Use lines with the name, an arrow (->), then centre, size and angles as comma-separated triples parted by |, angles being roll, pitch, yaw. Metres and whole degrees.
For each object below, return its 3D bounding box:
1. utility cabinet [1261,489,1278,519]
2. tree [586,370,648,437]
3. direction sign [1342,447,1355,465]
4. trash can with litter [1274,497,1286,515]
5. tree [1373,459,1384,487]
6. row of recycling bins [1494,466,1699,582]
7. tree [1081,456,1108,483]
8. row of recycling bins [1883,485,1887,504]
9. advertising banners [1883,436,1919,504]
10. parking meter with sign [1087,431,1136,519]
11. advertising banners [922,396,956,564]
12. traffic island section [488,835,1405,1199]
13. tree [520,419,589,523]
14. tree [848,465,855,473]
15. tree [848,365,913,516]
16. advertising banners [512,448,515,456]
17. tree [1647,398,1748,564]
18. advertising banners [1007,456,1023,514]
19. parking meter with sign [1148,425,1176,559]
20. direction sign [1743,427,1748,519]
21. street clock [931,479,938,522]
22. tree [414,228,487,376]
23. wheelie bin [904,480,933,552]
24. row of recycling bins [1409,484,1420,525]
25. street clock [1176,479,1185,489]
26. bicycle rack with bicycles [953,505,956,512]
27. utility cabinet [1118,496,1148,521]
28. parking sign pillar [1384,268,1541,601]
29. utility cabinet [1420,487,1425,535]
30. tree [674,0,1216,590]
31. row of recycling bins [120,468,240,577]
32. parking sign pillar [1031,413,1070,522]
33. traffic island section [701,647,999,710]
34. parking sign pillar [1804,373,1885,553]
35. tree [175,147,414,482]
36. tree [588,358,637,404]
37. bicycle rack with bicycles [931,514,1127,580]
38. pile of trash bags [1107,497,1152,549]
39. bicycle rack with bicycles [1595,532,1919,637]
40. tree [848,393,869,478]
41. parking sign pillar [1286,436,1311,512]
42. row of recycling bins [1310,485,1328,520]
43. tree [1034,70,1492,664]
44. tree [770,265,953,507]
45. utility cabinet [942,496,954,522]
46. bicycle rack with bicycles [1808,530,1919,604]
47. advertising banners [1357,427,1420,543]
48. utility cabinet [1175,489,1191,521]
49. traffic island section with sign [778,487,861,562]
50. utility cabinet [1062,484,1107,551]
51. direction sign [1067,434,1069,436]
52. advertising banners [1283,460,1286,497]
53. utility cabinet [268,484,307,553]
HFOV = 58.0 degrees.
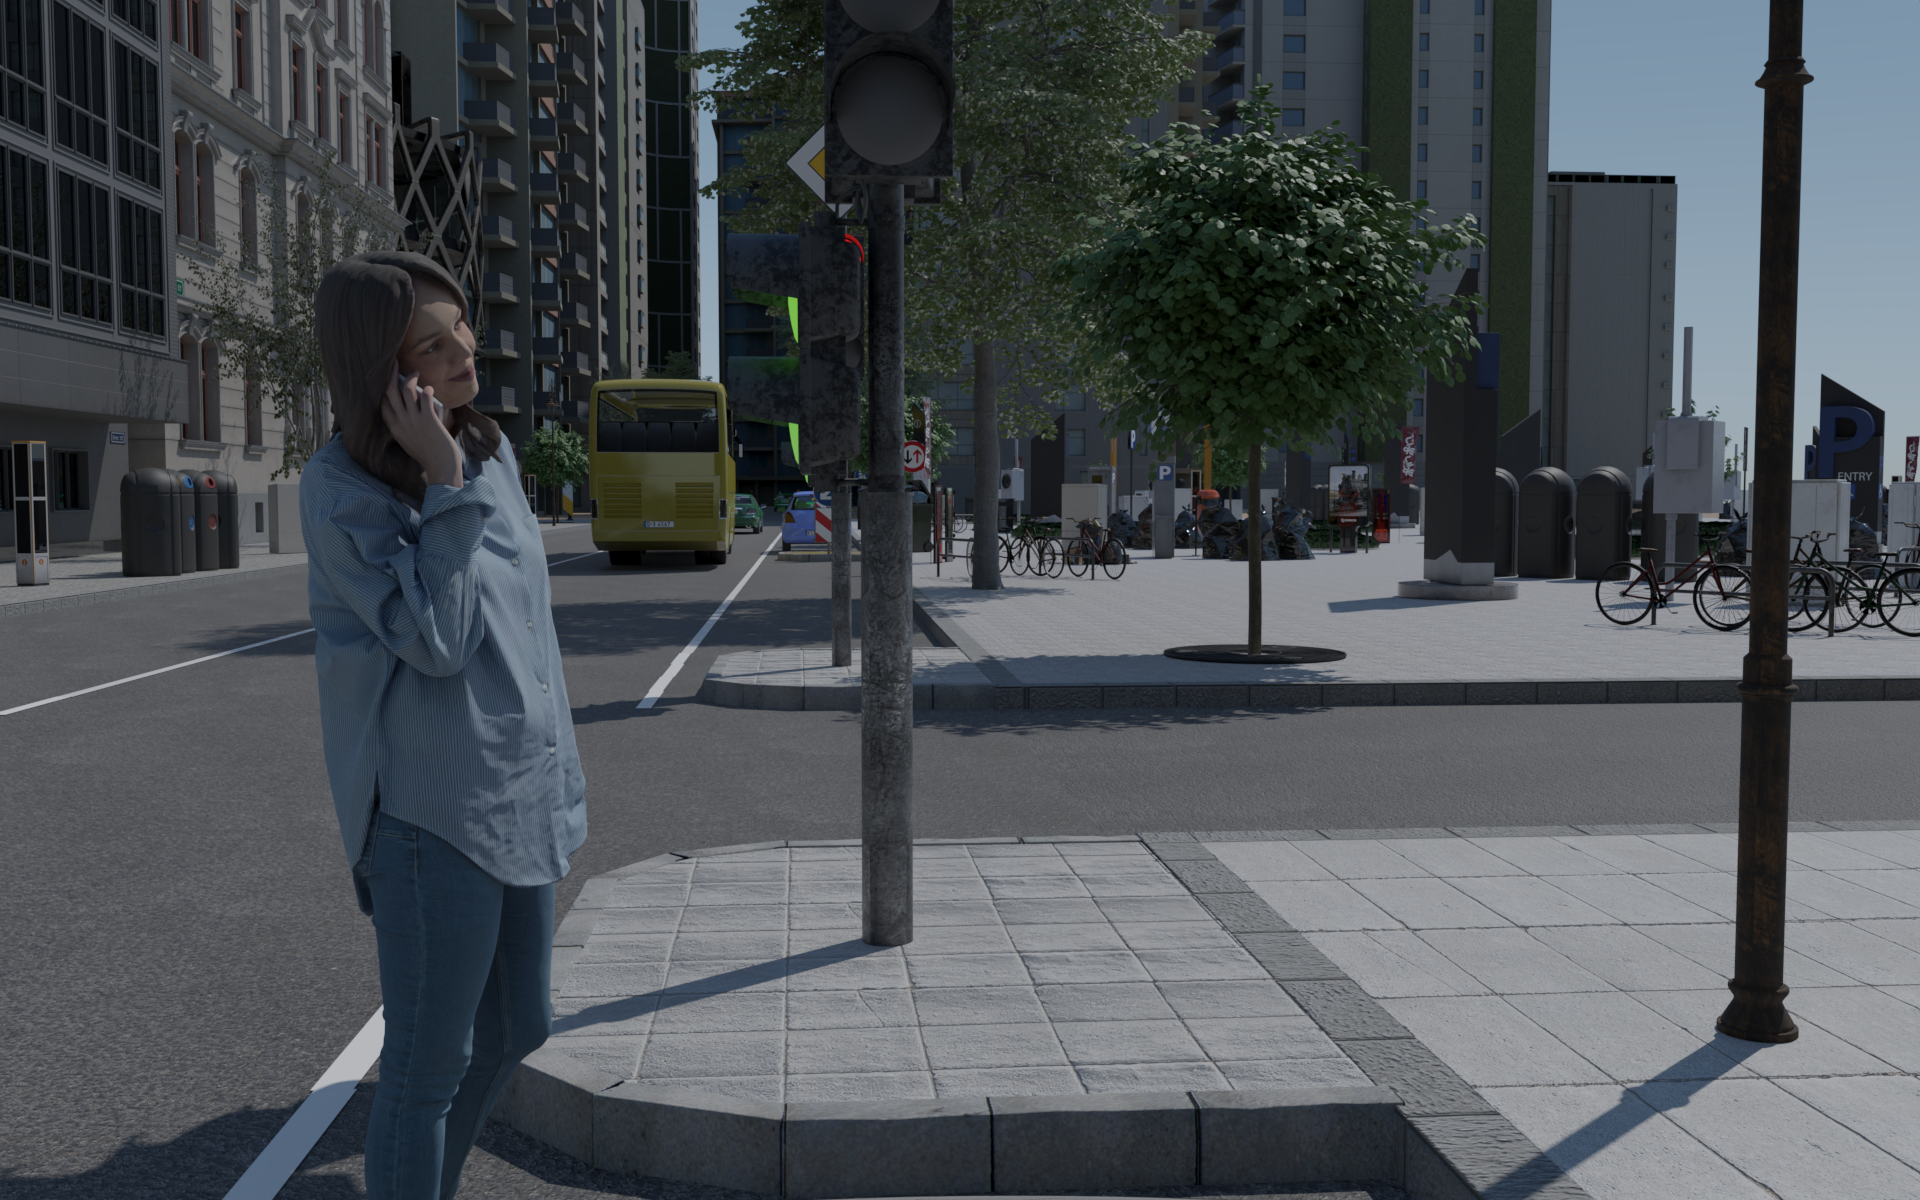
utility cabinet -> 14.121, -4.376, 80.225 | 1.173, 1.500, 0.318 | 0, 4, -5
tree -> -19.725, -9.271, 101.945 | 4.737, 8.622, 4.395 | 0, 3, 0
direction sign -> 18.679, -5.589, 83.377 | 0.876, 3.537, 0.379 | -2, 4, -33
trash can with litter -> 12.947, -3.477, 68.236 | 1.055, 1.170, 0.624 | -2, 4, -28
tree -> 20.690, -5.343, 81.953 | 1.663, 3.219, 1.824 | 0, 3, 0
row of recycling bins -> 9.389, -1.174, 26.301 | 3.534, 1.692, 1.069 | 3, 5, 40
tree -> 7.166, -5.754, 88.676 | 1.663, 3.219, 1.824 | 0, 3, 0
row of recycling bins -> 39.600, -4.179, 75.444 | 1.069, 1.692, 3.534 | -3, 5, -40
advertising banners -> 28.467, -3.470, 52.922 | 0.090, 3.025, 2.074 | -1, 4, -14
parking meter with sign -> 3.792, -3.071, 46.465 | 1.738, 3.016, 0.543 | 1, 4, 19
advertising banners -> -0.398, -2.188, 31.958 | 0.090, 3.025, 2.074 | 1, 4, 15
traffic island section -> -0.186, 1.058, 4.982 | 2.009, 0.180, 2.903 | 0, 4, -5
tree -> -17.691, -5.654, 76.151 | 4.285, 4.588, 4.351 | 0, 3, 0
tree -> -8.220, -10.595, 123.584 | 4.360, 8.622, 3.978 | 0, 3, 0
tree -> -3.989, -8.001, 81.178 | 4.737, 8.622, 4.395 | 0, 3, 0
advertising banners -> -17.769, -4.239, 65.493 | 2.074, 3.025, 0.090 | 1, 4, 9
tree -> 13.252, -2.274, 31.786 | 1.663, 3.219, 1.824 | 0, 3, 0
advertising banners -> 2.131, -5.185, 80.955 | 2.074, 3.025, 0.090 | 3, 5, 43
parking meter with sign -> 4.099, -2.373, 35.065 | 0.543, 3.016, 1.738 | 0, 4, 3
direction sign -> 26.598, -4.079, 58.697 | 0.379, 3.537, 0.876 | 2, 4, 31
street clock -> -1.152, -4.087, 71.390 | 0.358, 2.002, 0.471 | -3, 5, -42
tree -> -14.421, -5.773, 44.756 | 4.360, 8.622, 3.978 | 0, 3, 0
wheelie bin -> -0.983, -1.853, 38.206 | 0.693, 1.594, 0.980 | -2, 4, -32
row of recycling bins -> 19.166, -4.095, 74.069 | 1.069, 1.692, 3.534 | 1, 4, 12
street clock -> 10.660, -4.842, 83.732 | 0.358, 2.002, 0.471 | -1, 4, -23
bicycle rack with bicycles -> -0.854, -2.675, 57.112 | 2.925, 0.926, 2.852 | -1, 4, -21
utility cabinet -> 5.724, -2.819, 57.250 | 1.020, 1.237, 0.306 | -2, 4, -31
parking sign pillar -> 6.180, -2.014, 21.397 | 1.447, 3.967, 1.447 | 0, 4, -5
utility cabinet -> 14.444, -2.762, 53.832 | 0.318, 1.500, 1.173 | 1, 4, 14
tree -> 0.011, -6.402, 22.801 | 7.486, 12.596, 7.792 | 0, 3, 0
row of recycling bins -> -12.814, -1.305, 28.449 | 1.069, 1.692, 3.534 | 0, 4, -4
parking sign pillar -> 3.022, -4.245, 57.882 | 1.447, 3.967, 1.447 | 2, 4, 32
traffic island section -> -0.861, 0.571, 12.939 | 2.009, 0.180, 2.903 | 0, 4, -5
parking sign pillar -> 19.667, -3.048, 38.300 | 1.447, 3.967, 1.447 | 3, 5, 39
tree -> -13.774, -5.241, 36.047 | 4.360, 8.622, 3.978 | 0, 3, 0
tree -> -18.238, -8.804, 94.315 | 4.360, 8.622, 3.978 | 0, 3, 0
bicycle rack with bicycles -> 0.884, -0.805, 26.552 | 2.852, 0.926, 2.925 | -1, 4, -23
pile of trash bags -> 4.009, -1.881, 40.512 | 3.447, 1.369, 1.912 | -2, 4, -34
bicycle rack with bicycles -> 8.017, -0.194, 16.559 | 2.852, 0.926, 2.925 | -2, 4, -34
tree -> -1.752, -3.956, 48.389 | 4.285, 4.588, 4.351 | 0, 3, 0
parking sign pillar -> 12.400, -4.586, 63.459 | 1.447, 3.967, 1.447 | -1, 4, -12
row of recycling bins -> 16.280, -4.195, 75.708 | 1.069, 1.692, 3.534 | -1, 4, -17
tree -> 2.294, -1.833, 13.688 | 4.285, 4.588, 4.351 | 0, 3, 0
tree -> -5.241, -11.278, 91.047 | 9.857, 13.997, 8.962 | 0, 3, 0
utility cabinet -> -0.653, -3.805, 73.372 | 0.306, 1.237, 1.020 | -2, 4, -31
bicycle rack with bicycles -> 12.709, -0.492, 21.432 | 2.925, 0.926, 2.852 | -3, 4, -36
advertising banners -> 10.905, -2.981, 44.921 | 2.074, 3.025, 0.090 | 0, 4, -4
utility cabinet -> 9.088, -3.845, 71.551 | 1.173, 1.500, 0.318 | -2, 4, -33
traffic island section with sign -> -2.957, -1.771, 37.592 | 1.989, 1.847, 2.006 | 0, 4, -5
utility cabinet -> 2.705, -1.767, 37.571 | 0.318, 1.500, 1.173 | -3, 4, -37
direction sign -> 3.878, -4.441, 64.613 | 0.379, 3.537, 0.876 | 2, 4, 29
advertising banners -> 15.104, -5.166, 80.646 | 0.090, 3.025, 2.074 | 1, 4, 13
utility cabinet -> -14.386, -1.761, 37.468 | 0.318, 1.500, 1.173 | 2, 4, 28
